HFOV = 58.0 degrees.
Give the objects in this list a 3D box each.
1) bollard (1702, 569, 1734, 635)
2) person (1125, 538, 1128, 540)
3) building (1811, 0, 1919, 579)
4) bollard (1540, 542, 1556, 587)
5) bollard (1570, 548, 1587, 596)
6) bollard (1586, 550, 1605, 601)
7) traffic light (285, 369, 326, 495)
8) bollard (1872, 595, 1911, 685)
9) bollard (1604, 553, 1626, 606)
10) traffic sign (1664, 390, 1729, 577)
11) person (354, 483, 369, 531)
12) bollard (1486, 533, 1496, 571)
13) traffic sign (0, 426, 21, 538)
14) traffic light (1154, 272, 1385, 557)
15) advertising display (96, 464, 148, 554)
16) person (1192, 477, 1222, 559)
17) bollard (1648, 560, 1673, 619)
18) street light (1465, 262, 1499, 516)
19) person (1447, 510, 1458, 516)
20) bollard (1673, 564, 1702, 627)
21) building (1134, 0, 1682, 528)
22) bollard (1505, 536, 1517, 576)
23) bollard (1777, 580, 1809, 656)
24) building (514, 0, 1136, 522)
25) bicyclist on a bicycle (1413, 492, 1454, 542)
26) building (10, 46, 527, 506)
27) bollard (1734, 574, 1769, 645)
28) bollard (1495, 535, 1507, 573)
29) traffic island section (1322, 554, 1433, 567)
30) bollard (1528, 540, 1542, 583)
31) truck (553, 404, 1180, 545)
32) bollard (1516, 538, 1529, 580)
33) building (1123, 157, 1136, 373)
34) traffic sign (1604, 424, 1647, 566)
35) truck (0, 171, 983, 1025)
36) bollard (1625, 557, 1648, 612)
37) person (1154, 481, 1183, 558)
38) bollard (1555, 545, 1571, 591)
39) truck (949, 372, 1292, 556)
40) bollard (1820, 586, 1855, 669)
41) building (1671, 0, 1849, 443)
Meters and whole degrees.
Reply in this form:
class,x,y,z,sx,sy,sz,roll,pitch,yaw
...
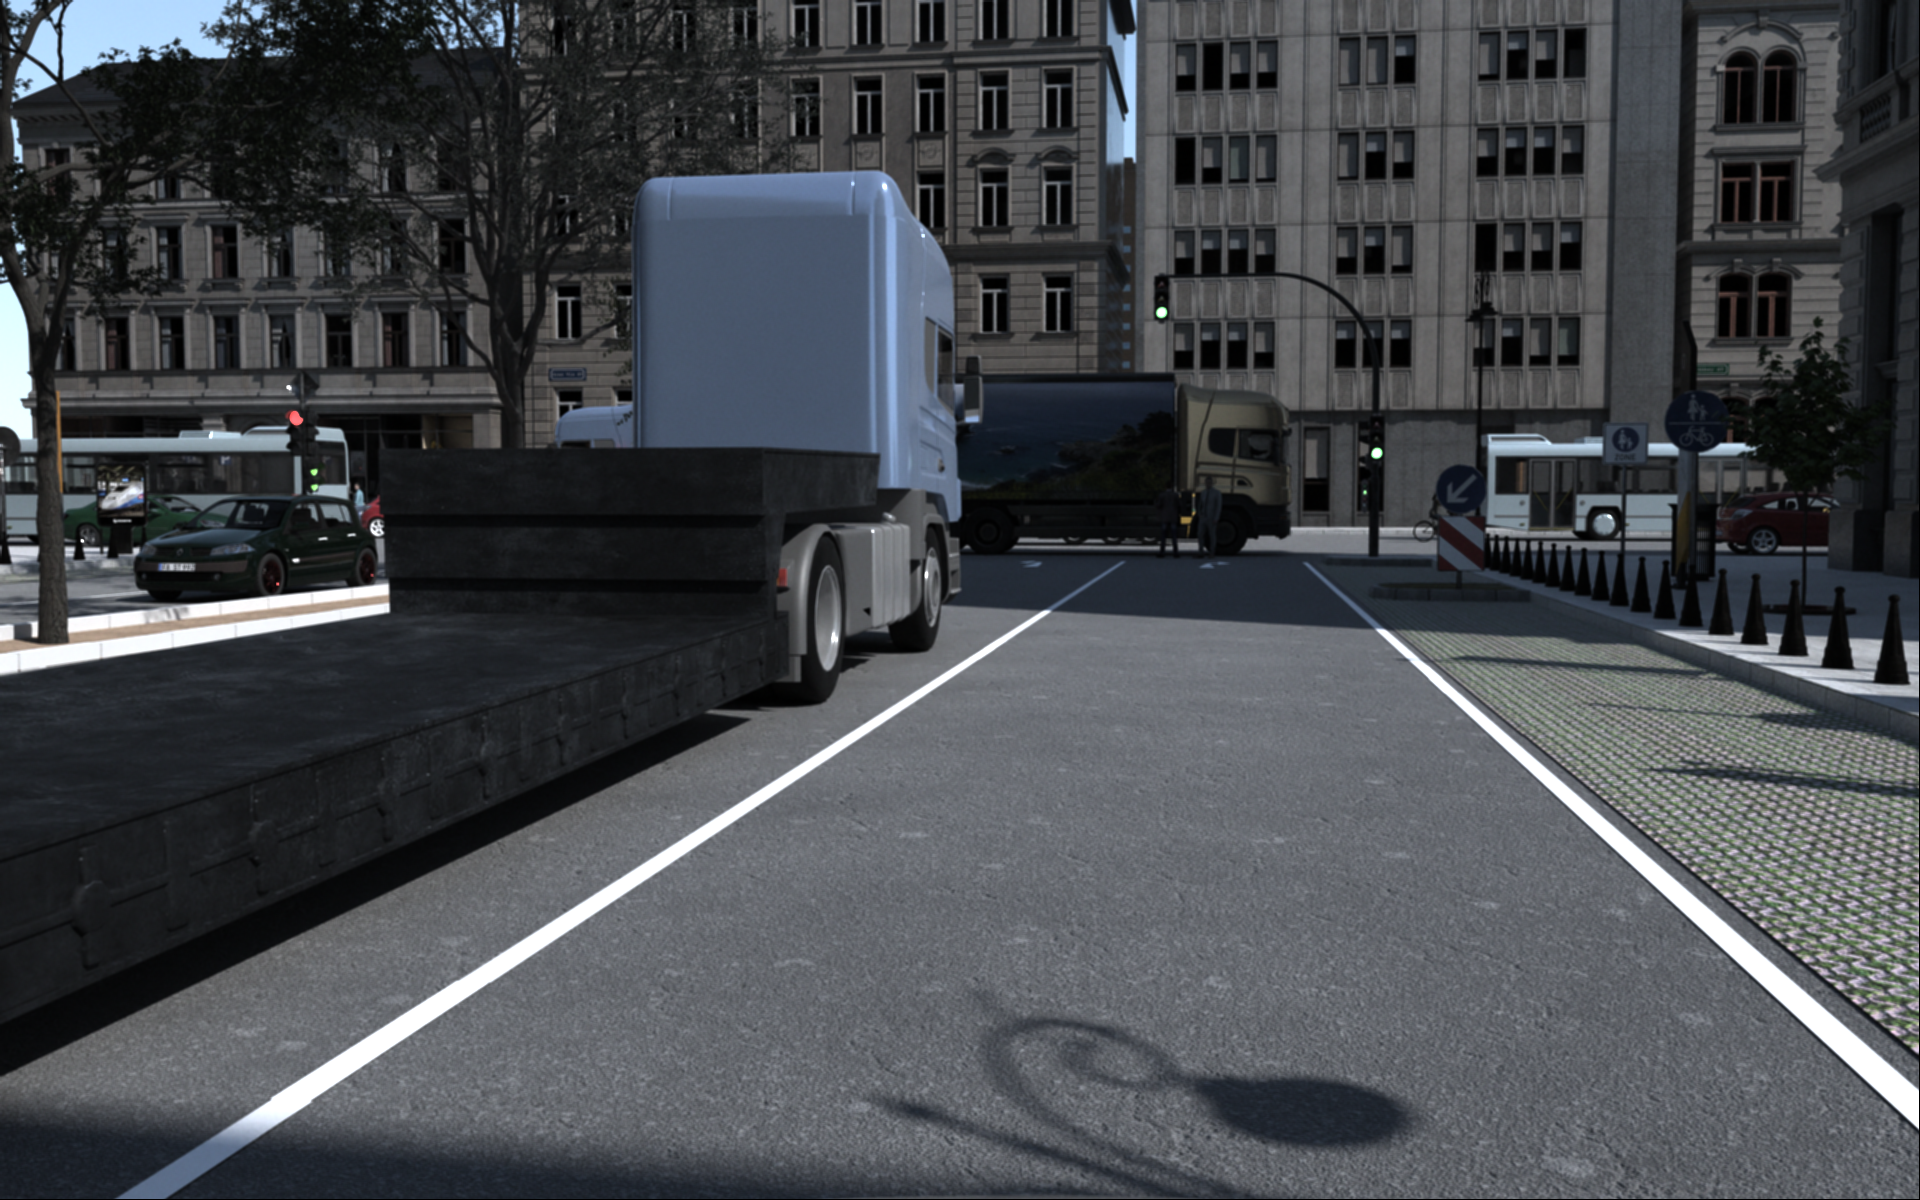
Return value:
class,x,y,z,sx,sy,sz,roll,pitch,yaw
bollard,6.956,0.014,15.810,0.229,0.601,0.229,0,3,0
person,5.101,-2.772,54.304,0.515,1.767,0.782,0,4,-5
building,18.292,-11.649,19.337,11.050,23.489,19.941,1,4,9
bollard,8.210,-0.484,23.957,0.229,0.601,0.229,0,3,0
bollard,7.897,-0.360,21.927,0.229,0.601,0.229,0,3,0
bollard,7.743,-0.298,20.911,0.229,0.601,0.229,0,3,0
traffic light,-14.742,-3.059,38.932,0.839,4.253,0.868,1,4,9
bollard,6.319,0.264,11.732,0.229,0.601,0.229,0,3,0
bollard,7.581,-0.236,19.897,0.229,0.601,0.229,0,3,0
traffic sign,9.045,-1.299,21.342,0.768,2.556,0.104,1,4,9
person,-22.231,-3.413,64.159,0.748,1.841,0.638,1,4,12
bollard,9.001,-0.796,29.060,0.229,0.601,0.229,0,3,0
traffic sign,-18.012,-1.987,32.594,0.768,2.556,0.104,1,4,13
traffic light,6.365,-3.724,35.547,4.771,5.953,1.251,1,4,9
advertising display,-17.842,-1.937,36.883,0.974,1.923,0.123,-1,4,-12
person,5.521,-1.828,38.493,0.635,1.810,0.391,3,4,36
bollard,7.270,-0.111,17.849,0.229,0.601,0.229,0,3,0
street light,10.412,-3.787,34.698,0.468,5.910,1.993,1,4,9
person,17.150,-3.098,59.844,0.565,1.739,0.600,-3,4,-38
bollard,7.107,-0.048,16.825,0.229,0.601,0.229,0,3,0
building,17.502,-15.484,71.182,19.932,24.808,12.078,1,4,9
bollard,8.692,-0.672,27.029,0.229,0.601,0.229,0,3,0
bollard,6.637,0.138,13.780,0.229,0.601,0.229,0,3,0
building,-5.333,-16.996,75.155,25.104,27.353,12.463,1,4,9
bicyclist on a bicycle,14.371,-2.549,51.696,1.625,1.676,1.499,1,4,9
building,-38.434,-13.952,79.027,40.483,20.767,10.553,1,4,9
bollard,6.793,0.076,14.795,0.229,0.601,0.229,0,3,0
bollard,8.845,-0.734,28.044,0.229,0.601,0.229,0,3,0
traffic island section,8.484,-0.807,35.477,2.009,0.180,2.903,1,4,9
bollard,8.376,-0.548,25.000,0.229,0.601,0.229,0,3,0
truck,-3.081,-3.681,49.939,18.799,4.110,2.967,0,4,7
bollard,8.532,-0.610,26.015,0.229,0.601,0.229,0,3,0
building,25.372,-35.647,232.943,14.200,45.320,14.600,1,4,9
traffic sign,9.505,-1.387,24.802,0.606,2.300,0.079,1,4,14
truck,-2.582,-1.172,8.923,2.967,4.110,18.799,1,4,9
bollard,7.424,-0.173,18.865,0.229,0.601,0.229,0,3,0
person,4.671,-1.807,38.863,0.655,1.722,0.431,0,4,2
bollard,8.057,-0.422,22.942,0.229,0.601,0.229,0,3,0
truck,2.862,-3.210,41.398,11.283,4.237,2.839,0,4,8
bollard,6.477,0.200,12.766,0.229,0.601,0.229,0,3,0
building,39.557,-17.266,69.687,23.554,28.519,14.401,1,4,9
